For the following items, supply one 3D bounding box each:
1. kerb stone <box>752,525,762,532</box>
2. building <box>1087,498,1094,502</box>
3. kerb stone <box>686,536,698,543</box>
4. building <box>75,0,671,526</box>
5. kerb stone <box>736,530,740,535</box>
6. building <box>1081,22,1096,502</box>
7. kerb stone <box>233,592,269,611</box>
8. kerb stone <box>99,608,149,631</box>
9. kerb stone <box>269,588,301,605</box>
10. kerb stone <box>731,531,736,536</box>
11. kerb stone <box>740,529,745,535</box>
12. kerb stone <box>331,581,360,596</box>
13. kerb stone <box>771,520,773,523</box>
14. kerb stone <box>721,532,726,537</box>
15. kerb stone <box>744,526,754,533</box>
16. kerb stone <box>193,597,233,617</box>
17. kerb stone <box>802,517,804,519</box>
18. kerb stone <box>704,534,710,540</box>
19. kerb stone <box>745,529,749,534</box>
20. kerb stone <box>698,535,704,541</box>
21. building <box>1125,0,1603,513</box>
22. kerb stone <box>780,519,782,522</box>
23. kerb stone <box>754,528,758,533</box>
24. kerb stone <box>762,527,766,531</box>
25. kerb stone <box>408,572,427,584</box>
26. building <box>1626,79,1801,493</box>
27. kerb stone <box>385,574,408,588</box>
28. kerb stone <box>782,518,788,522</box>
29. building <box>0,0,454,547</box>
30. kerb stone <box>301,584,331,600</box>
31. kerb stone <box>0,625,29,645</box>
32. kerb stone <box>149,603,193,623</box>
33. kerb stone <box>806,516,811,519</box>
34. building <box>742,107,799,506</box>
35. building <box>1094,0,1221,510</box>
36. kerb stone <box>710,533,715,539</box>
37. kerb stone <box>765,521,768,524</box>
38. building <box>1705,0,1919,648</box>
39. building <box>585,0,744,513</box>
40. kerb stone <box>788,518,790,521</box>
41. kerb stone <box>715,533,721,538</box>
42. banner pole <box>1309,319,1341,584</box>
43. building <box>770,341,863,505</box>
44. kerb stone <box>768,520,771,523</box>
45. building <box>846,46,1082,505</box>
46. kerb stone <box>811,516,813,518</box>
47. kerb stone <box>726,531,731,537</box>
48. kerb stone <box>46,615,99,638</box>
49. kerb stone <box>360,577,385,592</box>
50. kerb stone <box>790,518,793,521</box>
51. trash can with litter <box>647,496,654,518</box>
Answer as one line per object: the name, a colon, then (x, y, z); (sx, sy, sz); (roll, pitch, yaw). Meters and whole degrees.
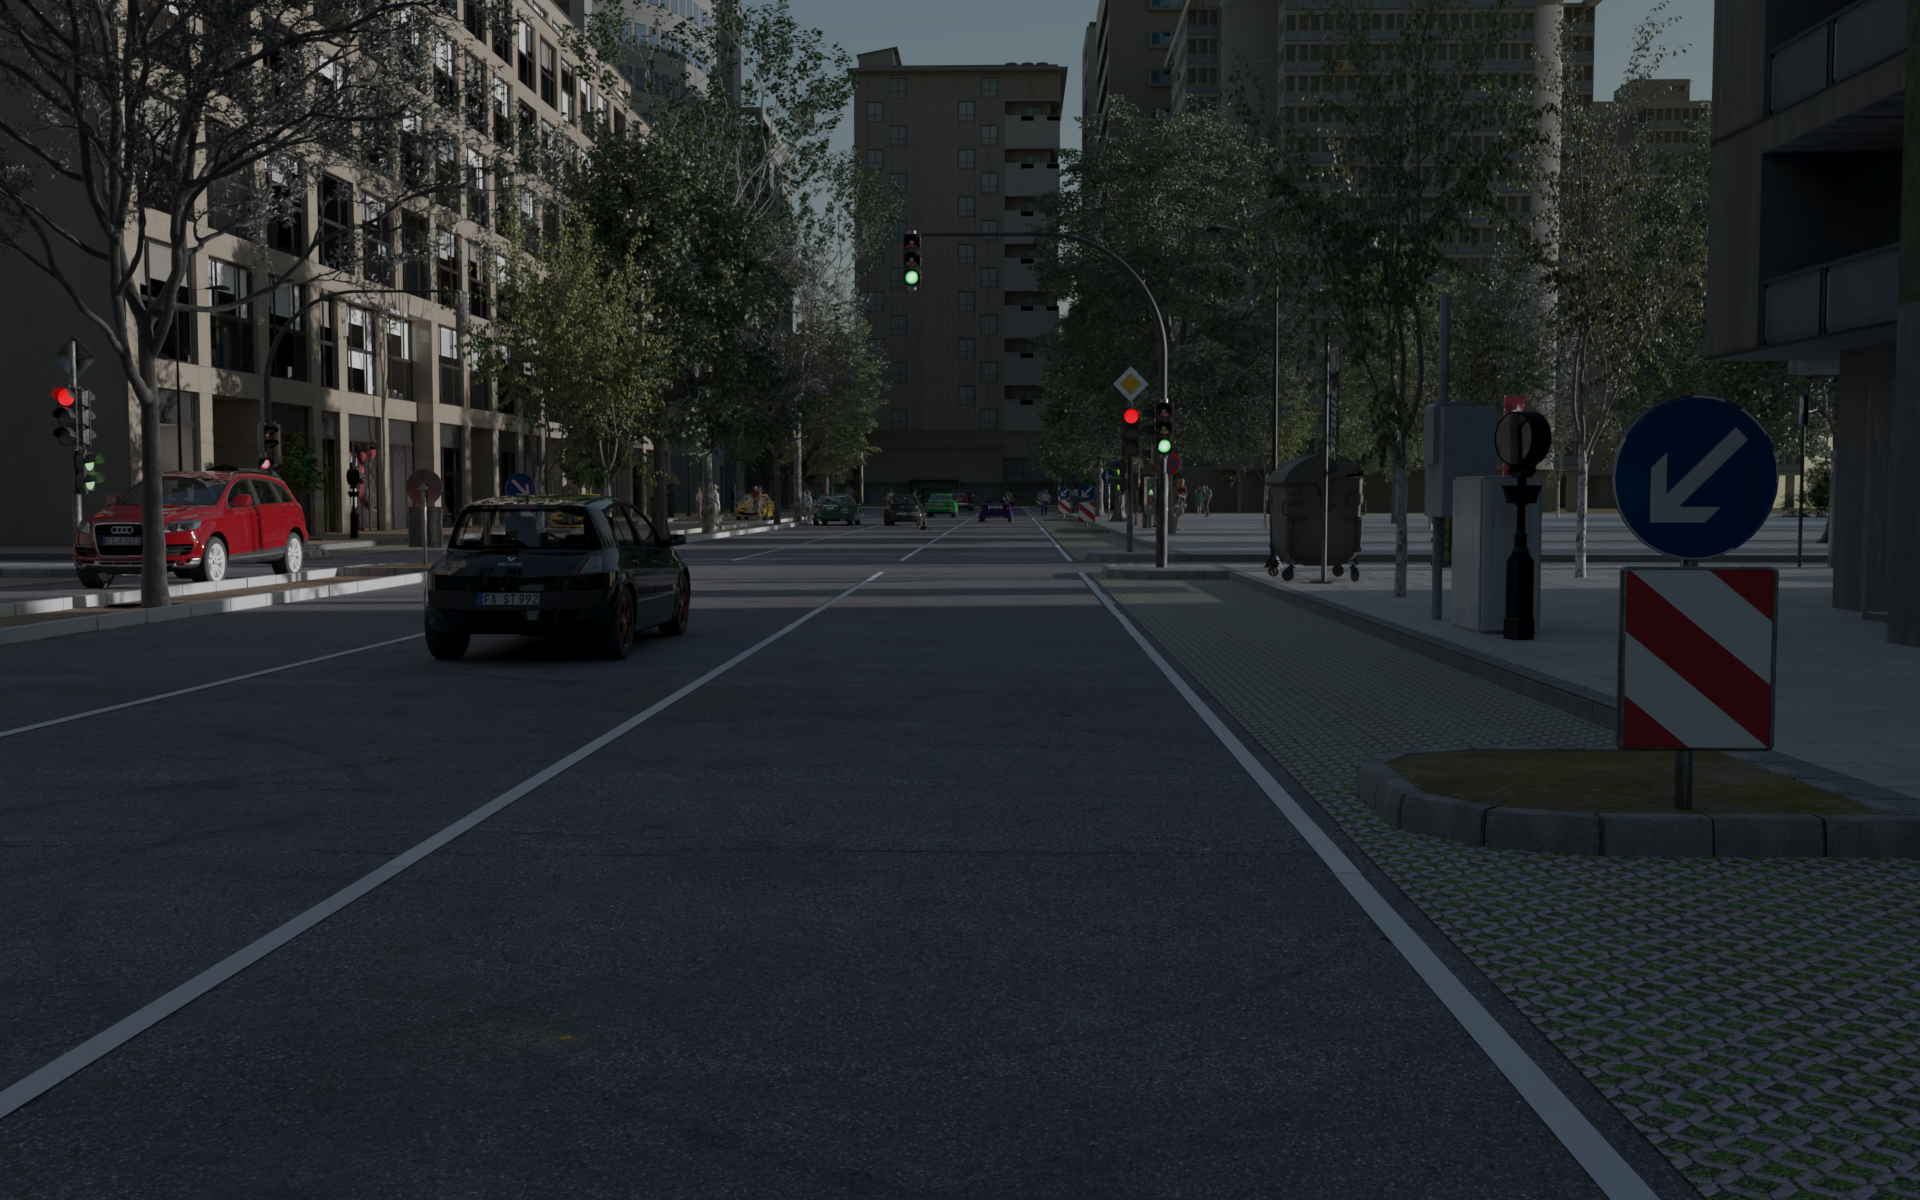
kerb stone: (-7.695, -2.632, 65.268); (0.120, 0.150, 1.000); (0, 4, 2)
building: (29.151, -29.438, 173.200); (32.217, 40.220, 23.993); (0, 4, 2)
kerb stone: (-8.087, -1.820, 51.948); (0.120, 0.150, 1.000); (0, 4, 2)
building: (-28.535, -17.645, 93.006); (19.350, 26.468, 34.151); (0, 4, 2)
kerb stone: (-7.850, -2.321, 60.152); (0.120, 0.150, 1.000); (0, 4, 2)
building: (29.123, -40.804, 209.142); (28.212, 58.520, 21.231); (0, 4, 2)
kerb stone: (-8.981, 0.028, 21.730); (0.120, 0.150, 1.000); (0, 4, 2)
kerb stone: (-9.077, 0.216, 18.658); (0.120, 0.150, 1.000); (0, 4, 2)
kerb stone: (-8.954, -0.034, 22.752); (0.120, 0.150, 1.000); (0, 4, 2)
kerb stone: (-7.876, -2.257, 59.122); (0.120, 0.150, 1.000); (0, 4, 2)
kerb stone: (-7.819, -2.384, 61.173); (0.120, 0.150, 1.000); (0, 4, 2)
kerb stone: (-8.886, -0.160, 24.808); (0.120, 0.150, 1.000); (0, 4, 2)
kerb stone: (-9.254, -3.764, 83.766); (0.120, 0.150, 1.000); (0, 4, 2)
kerb stone: (-7.939, -2.133, 57.071); (0.120, 0.150, 1.000); (0, 4, 2)
kerb stone: (-7.757, -2.509, 63.223); (0.120, 0.150, 1.000); (0, 4, 2)
kerb stone: (-9.011, 0.093, 20.709); (0.120, 0.150, 1.000); (0, 4, 2)
kerb stone: (-8.889, -4.515, 96.070); (0.120, 0.150, 1.000); (0, 4, 2)
kerb stone: (-8.021, -1.945, 53.993); (0.120, 0.150, 1.000); (0, 4, 2)
kerb stone: (-7.793, -2.446, 62.195); (0.120, 0.150, 1.000); (0, 4, 2)
kerb stone: (-8.059, -1.878, 52.971); (0.120, 0.150, 1.000); (0, 4, 2)
building: (28.301, -26.605, 126.879); (32.217, 40.220, 23.993); (0, 4, 2)
kerb stone: (-9.154, -3.953, 86.835); (0.120, 0.150, 1.000); (0, 4, 2)
kerb stone: (-7.720, -2.569, 64.245); (0.120, 0.150, 1.000); (0, 4, 2)
kerb stone: (-7.671, -2.697, 66.293); (0.120, 0.150, 1.000); (0, 4, 2)
kerb stone: (-8.807, -0.347, 27.875); (0.120, 0.150, 1.000); (0, 4, 2)
building: (66.056, -29.134, 168.214); (23.993, 40.220, 32.217); (0, 4, 2)
kerb stone: (-8.834, -0.284, 26.853); (0.120, 0.150, 1.000); (0, 4, 2)
kerb stone: (-9.096, -4.076, 88.892); (0.120, 0.150, 1.000); (0, 4, 2)
building: (-29.234, -15.541, 58.610); (19.350, 26.468, 34.151); (0, 4, 2)
kerb stone: (-8.927, -0.097, 23.775); (0.120, 0.150, 1.000); (0, 4, 2)
kerb stone: (-9.134, 0.345, 16.616); (0.120, 0.150, 1.000); (0, 4, 2)
kerb stone: (-9.042, 0.153, 19.686); (0.120, 0.150, 1.000); (0, 4, 2)
kerb stone: (-8.791, -4.704, 99.146); (0.120, 0.150, 1.000); (0, 4, 2)
building: (-28.817, -29.304, 171.000); (23.993, 40.220, 32.217); (0, 4, 2)
building: (22.861, -32.162, 149.549); (21.300, 48.544, 21.600); (0, 4, 2)
kerb stone: (-7.997, -2.008, 55.023); (0.120, 0.150, 1.000); (0, 4, 2)
kerb stone: (-9.306, -3.639, 81.712); (0.120, 0.150, 1.000); (0, 4, 2)
building: (15.055, -20.279, 15.155); (14.154, 41.232, 14.086); (0, 4, 2)
building: (-28.777, -35.857, 128.259); (21.231, 58.520, 28.212); (0, 4, 2)
kerb stone: (-9.070, -4.142, 89.917); (0.120, 0.150, 1.000); (0, 4, 2)
kerb stone: (-7.965, -2.071, 56.049); (0.120, 0.150, 1.000); (0, 4, 2)
banner pole: (5.255, -2.115, 24.599); (0.401, 3.779, 0.863); (0, 4, -5)
building: (-27.679, -22.573, 214.105); (28.899, 21.520, 27.650); (0, 4, 2)
kerb stone: (-9.277, -3.699, 82.737); (0.120, 0.150, 1.000); (0, 4, 2)
building: (1.138, -38.157, 213.111); (27.495, 52.752, 28.713); (0, 4, 2)
kerb stone: (-8.736, -4.832, 101.200); (0.120, 0.150, 1.000); (0, 4, 2)
kerb stone: (-7.903, -2.196, 58.098); (0.120, 0.150, 1.000); (0, 4, 2)
kerb stone: (-9.115, 0.279, 17.637); (0.120, 0.150, 1.000); (0, 4, 2)
kerb stone: (-8.855, -0.218, 25.831); (0.120, 0.150, 1.000); (0, 4, 2)
kerb stone: (-9.036, -4.205, 90.944); (0.120, 0.150, 1.000); (0, 4, 2)
trash can with litter: (-16.159, -4.965, 92.569); (1.055, 1.170, 0.624); (-3, 5, -44)
